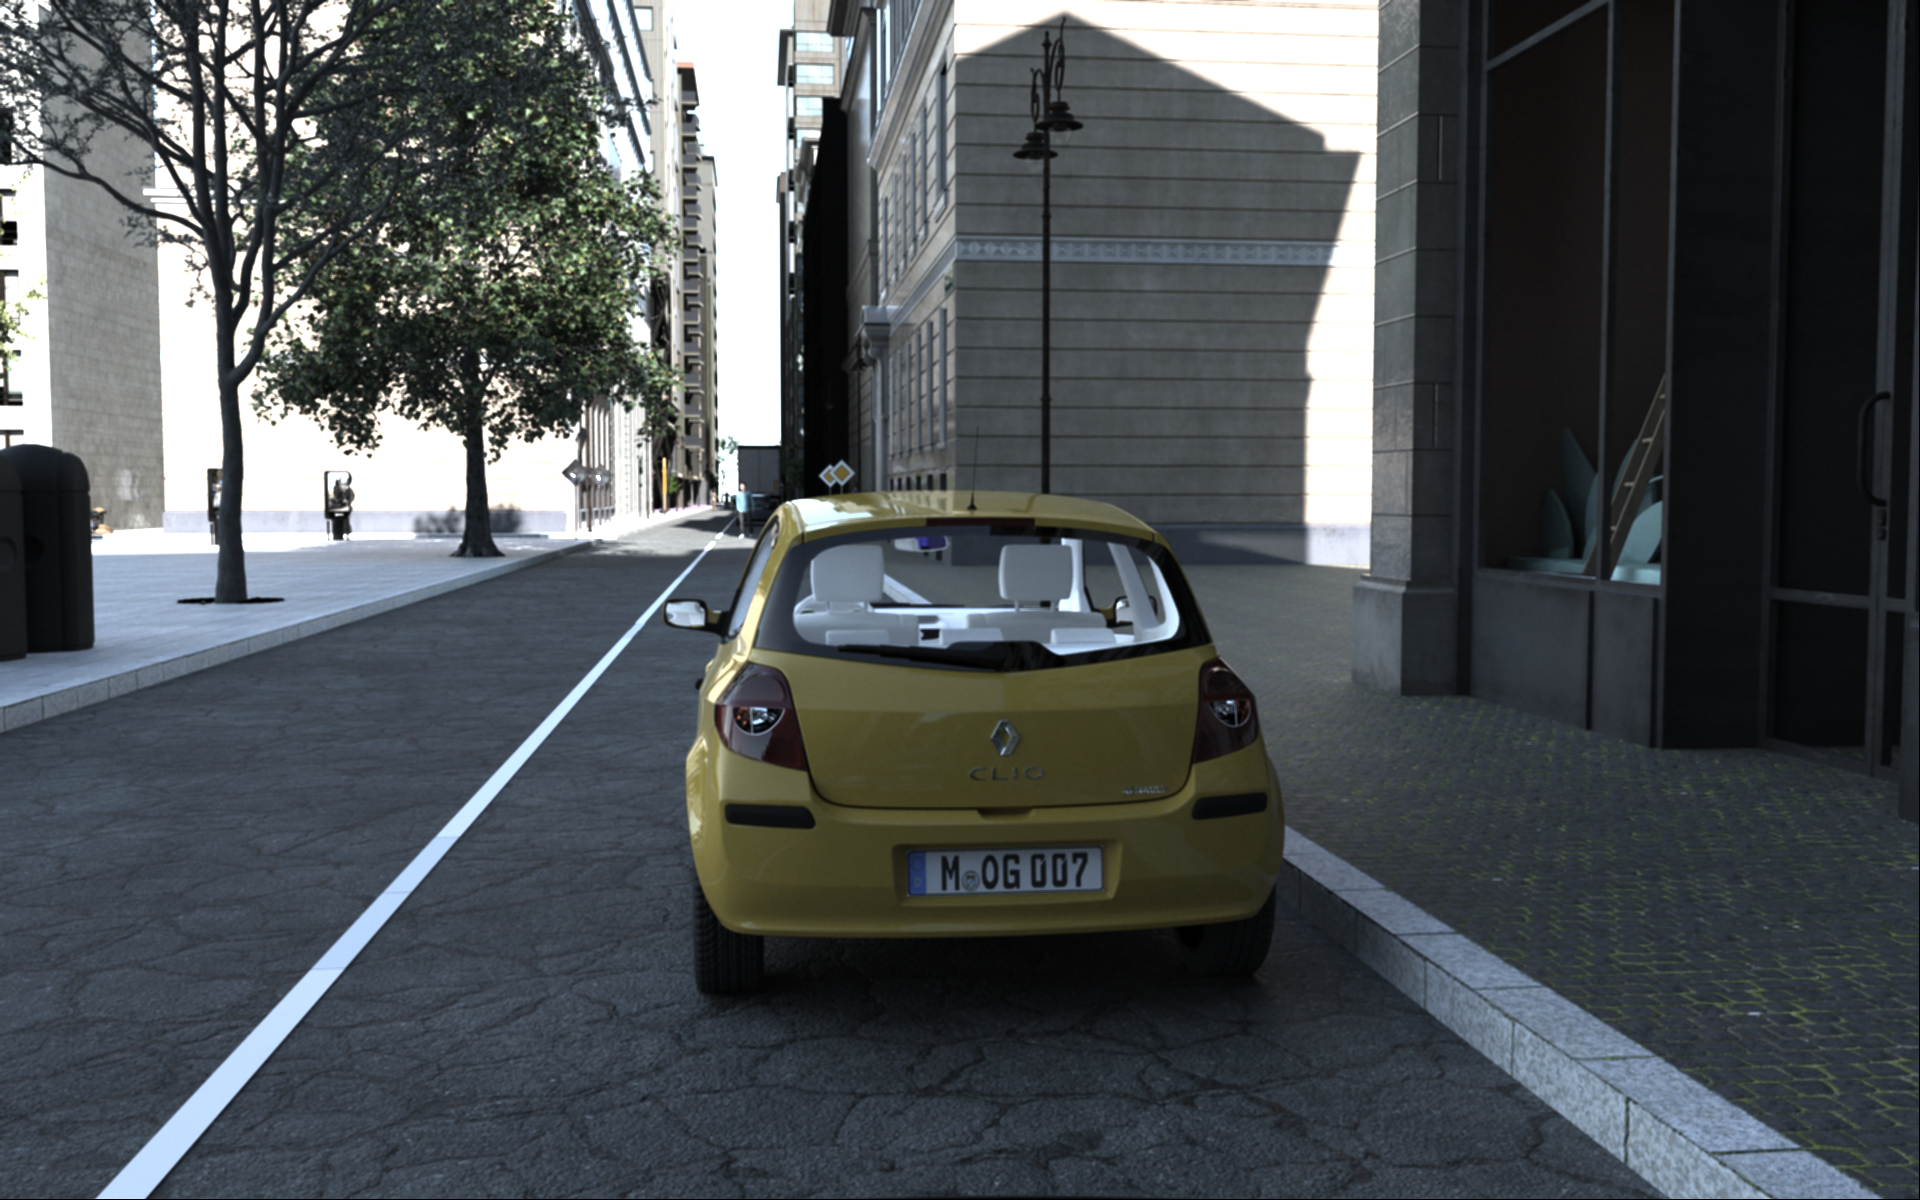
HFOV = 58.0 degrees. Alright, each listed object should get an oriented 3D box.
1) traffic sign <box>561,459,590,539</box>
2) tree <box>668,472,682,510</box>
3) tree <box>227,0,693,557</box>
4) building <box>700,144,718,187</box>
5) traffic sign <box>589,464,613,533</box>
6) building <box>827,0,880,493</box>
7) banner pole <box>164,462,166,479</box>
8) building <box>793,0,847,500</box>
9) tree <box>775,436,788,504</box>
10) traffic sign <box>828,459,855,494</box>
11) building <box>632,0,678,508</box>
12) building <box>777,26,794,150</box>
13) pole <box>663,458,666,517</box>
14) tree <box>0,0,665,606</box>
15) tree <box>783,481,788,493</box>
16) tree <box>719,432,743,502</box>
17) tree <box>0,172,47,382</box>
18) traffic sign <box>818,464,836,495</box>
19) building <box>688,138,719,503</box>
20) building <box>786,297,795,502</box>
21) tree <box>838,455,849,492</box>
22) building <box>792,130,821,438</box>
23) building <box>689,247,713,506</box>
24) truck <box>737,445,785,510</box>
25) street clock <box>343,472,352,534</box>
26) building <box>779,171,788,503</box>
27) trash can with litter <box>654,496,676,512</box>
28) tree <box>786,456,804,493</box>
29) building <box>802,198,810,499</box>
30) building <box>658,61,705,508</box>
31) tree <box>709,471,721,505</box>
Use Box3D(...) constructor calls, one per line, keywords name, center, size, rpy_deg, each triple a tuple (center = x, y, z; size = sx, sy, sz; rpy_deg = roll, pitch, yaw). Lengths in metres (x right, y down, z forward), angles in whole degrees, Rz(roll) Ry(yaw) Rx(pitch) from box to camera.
Box3D(name="traffic sign", center=(-10.908, -2.785, 49.175), size=(0.795, 2.450, 0.064), rpy_deg=(0, 4, -7))
Box3D(name="tree", center=(-21.555, -8.234, 129.233), size=(1.663, 3.219, 1.824), rpy_deg=(0, 3, 0))
Box3D(name="tree", center=(-10.031, -7.234, 35.278), size=(9.611, 12.733, 9.660), rpy_deg=(0, 3, 0))
Box3D(name="building", center=(-51.094, -41.148, 262.014), size=(28.713, 52.752, 27.495), rpy_deg=(0, 4, -7))
Box3D(name="traffic sign", center=(-11.837, -3.270, 57.106), size=(0.795, 2.450, 0.064), rpy_deg=(0, 4, -7))
Box3D(name="building", center=(10.257, -14.298, 67.056), size=(30.059, 22.955, 16.112), rpy_deg=(0, 4, -7))
Box3D(name="banner pole", center=(-44.349, -6.527, 96.739), size=(0.863, 3.779, 0.401), rpy_deg=(0, 4, 4))
Box3D(name="building", center=(-6.887, -28.238, 145.289), size=(14.154, 41.232, 14.086), rpy_deg=(0, 4, -7))
Box3D(name="tree", center=(-22.605, -16.608, 221.899), size=(4.737, 8.622, 4.395), rpy_deg=(0, 3, 0))
Box3D(name="traffic sign", center=(-3.413, -2.837, 50.030), size=(0.795, 2.450, 0.064), rpy_deg=(0, 4, -7))
Box3D(name="building", center=(-37.282, -33.890, 143.339), size=(28.713, 52.752, 27.495), rpy_deg=(0, 4, -7))
Box3D(name="building", center=(-5.943, -37.067, 195.288), size=(28.713, 52.752, 27.495), rpy_deg=(0, 4, -7))
Box3D(name="pole", center=(-16.644, -6.341, 97.510), size=(0.158, 3.312, 0.155), rpy_deg=(0, 3, 0))
Box3D(name="tree", center=(-8.468, -6.710, 20.084), size=(12.009, 13.543, 11.850), rpy_deg=(0, 3, 0))
Box3D(name="tree", center=(-21.337, -13.611, 217.139), size=(1.663, 3.219, 1.824), rpy_deg=(0, 3, 0))
Box3D(name="tree", center=(-39.663, -22.263, 289.748), size=(9.928, 11.665, 9.643), rpy_deg=(0, 3, 0))
Box3D(name="tree", center=(-21.257, -5.253, 36.249), size=(4.737, 8.622, 4.395), rpy_deg=(0, 3, 0))
Box3D(name="traffic sign", center=(-4.342, -3.322, 57.961), size=(0.795, 2.450, 0.064), rpy_deg=(0, 4, -7))
Box3D(name="building", center=(-44.327, -37.588, 238.264), size=(21.300, 48.544, 21.600), rpy_deg=(0, 4, -7))
Box3D(name="building", center=(-2.687, -19.756, 168.047), size=(27.650, 21.520, 28.899), rpy_deg=(0, 4, -7))
Box3D(name="tree", center=(-4.591, -4.937, 75.325), size=(1.663, 3.219, 1.824), rpy_deg=(0, 3, 0))
Box3D(name="building", center=(-4.374, -20.399, 120.917), size=(14.401, 28.519, 23.554), rpy_deg=(0, 4, -7))
Box3D(name="building", center=(-35.437, -25.838, 194.148), size=(14.160, 30.474, 14.107), rpy_deg=(0, 4, -7))
Box3D(name="truck", center=(-11.999, -7.070, 104.506), size=(2.839, 4.237, 11.283), rpy_deg=(0, 4, -5))
Box3D(name="street clock", center=(-19.643, -3.103, 55.305), size=(0.471, 2.002, 0.358), rpy_deg=(2, 4, 31))
Box3D(name="building", center=(-17.425, -35.761, 234.807), size=(14.600, 45.320, 14.200), rpy_deg=(0, 4, -7))
Box3D(name="trash can with litter", center=(-21.541, -6.948, 124.662), size=(2.233, 1.210, 1.678), rpy_deg=(1, 4, 11))
Box3D(name="tree", center=(-11.992, -9.262, 135.146), size=(4.285, 4.588, 4.351), rpy_deg=(0, 3, 0))
Box3D(name="building", center=(-2.747, -16.584, 100.820), size=(12.332, 23.373, 15.834), rpy_deg=(0, 4, -7))
Box3D(name="building", center=(-36.933, -31.640, 171.944), size=(22.147, 44.769, 28.867), rpy_deg=(0, 4, -7))
Box3D(name="tree", center=(-30.606, -13.751, 208.541), size=(4.285, 4.588, 4.351), rpy_deg=(0, 3, 0))
